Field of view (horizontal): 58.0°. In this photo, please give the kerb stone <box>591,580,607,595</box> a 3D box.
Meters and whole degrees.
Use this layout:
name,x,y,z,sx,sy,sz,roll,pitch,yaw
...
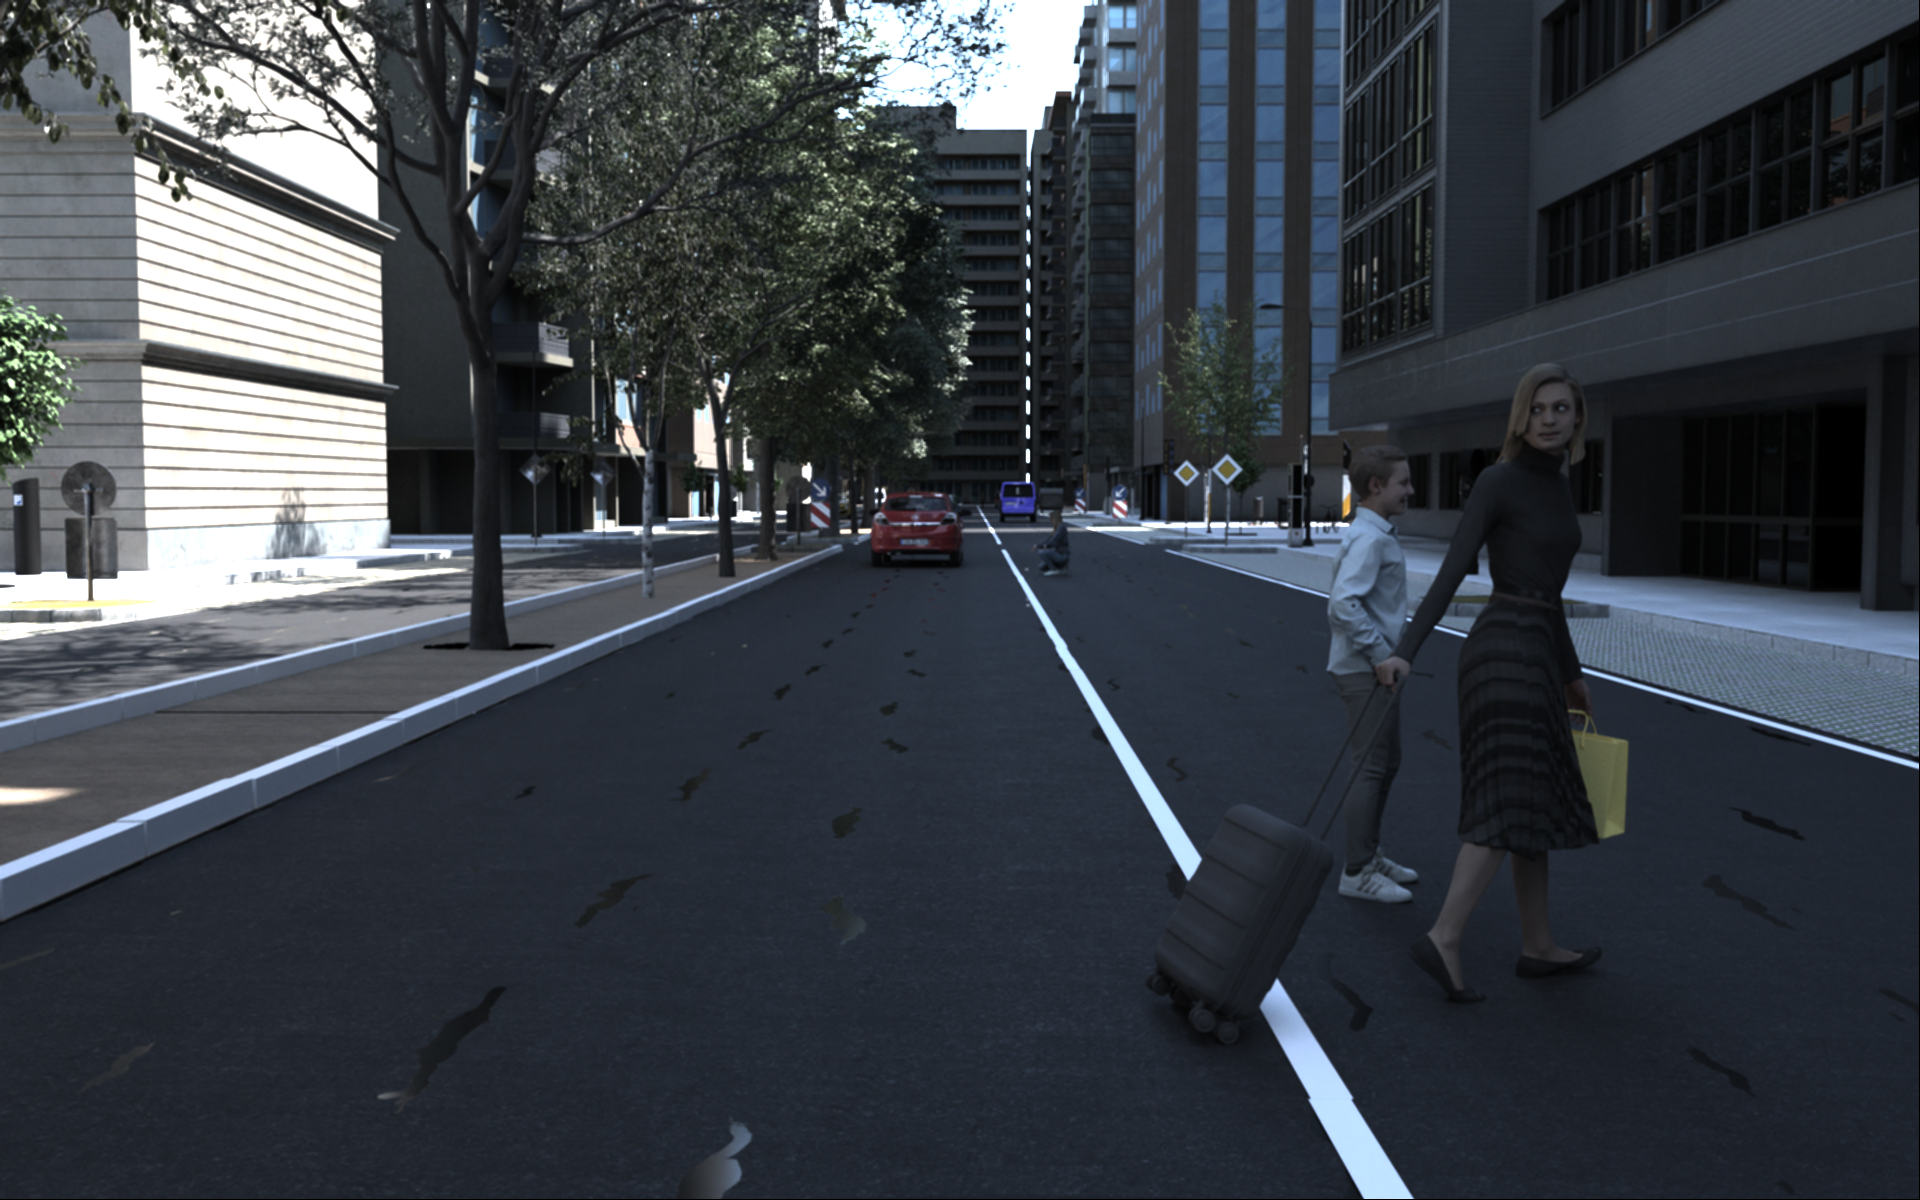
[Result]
name,x,y,z,sx,sy,sz,roll,pitch,yaw
kerb stone,-5.247,-0.152,24.739,0.120,0.150,1.000,0,4,0

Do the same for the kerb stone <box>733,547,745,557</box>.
name,x,y,z,sx,sy,sz,roll,pitch,yaw
kerb stone,-5.158,-1.097,40.136,0.120,0.150,1.000,0,4,0

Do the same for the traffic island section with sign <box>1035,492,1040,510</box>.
name,x,y,z,sx,sy,sz,roll,pitch,yaw
traffic island section with sign,7.430,-10.486,180.081,1.989,1.847,2.006,0,4,0

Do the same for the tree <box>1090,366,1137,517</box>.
name,x,y,z,sx,sy,sz,roll,pitch,yaw
tree,9.619,-9.070,98.663,4.360,8.622,3.978,0,3,0

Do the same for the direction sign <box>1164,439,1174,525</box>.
name,x,y,z,sx,sy,sz,roll,pitch,yaw
direction sign,8.597,-4.855,71.379,0.379,3.537,0.876,-1,4,-20

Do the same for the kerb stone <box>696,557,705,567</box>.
name,x,y,z,sx,sy,sz,roll,pitch,yaw
kerb stone,-5.194,-0.717,33.992,0.120,0.150,1.000,0,4,0

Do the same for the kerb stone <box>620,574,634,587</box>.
name,x,y,z,sx,sy,sz,roll,pitch,yaw
kerb stone,-5.240,-0.279,26.805,0.120,0.150,1.000,0,4,0

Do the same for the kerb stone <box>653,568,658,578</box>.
name,x,y,z,sx,sy,sz,roll,pitch,yaw
kerb stone,-5.224,-0.405,28.859,0.120,0.150,1.000,0,4,0

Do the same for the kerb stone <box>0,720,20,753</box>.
name,x,y,z,sx,sy,sz,roll,pitch,yaw
kerb stone,-5.337,0.784,9.371,0.120,0.150,1.000,0,4,0

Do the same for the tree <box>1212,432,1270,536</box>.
name,x,y,z,sx,sy,sz,roll,pitch,yaw
tree,8.634,-3.634,54.016,1.663,3.219,1.824,0,3,0

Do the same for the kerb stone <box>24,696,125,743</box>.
name,x,y,z,sx,sy,sz,roll,pitch,yaw
kerb stone,-5.334,0.722,10.393,0.120,0.150,1.000,0,4,0

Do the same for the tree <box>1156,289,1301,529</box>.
name,x,y,z,sx,sy,sz,roll,pitch,yaw
tree,9.999,-6.884,62.922,4.737,8.622,4.395,0,3,0

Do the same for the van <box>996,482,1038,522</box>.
name,x,y,z,sx,sy,sz,roll,pitch,yaw
van,3.004,-5.253,90.268,2.240,2.365,5.245,0,4,1

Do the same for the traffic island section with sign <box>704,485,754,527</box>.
name,x,y,z,sx,sy,sz,roll,pitch,yaw
traffic island section with sign,-10.019,-4.092,75.530,1.989,1.847,2.006,0,4,0

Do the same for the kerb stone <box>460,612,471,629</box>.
name,x,y,z,sx,sy,sz,roll,pitch,yaw
kerb stone,-5.285,0.224,18.596,0.120,0.150,1.000,0,4,0

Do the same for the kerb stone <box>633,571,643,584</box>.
name,x,y,z,sx,sy,sz,roll,pitch,yaw
kerb stone,-5.232,-0.343,27.828,0.120,0.150,1.000,0,4,0

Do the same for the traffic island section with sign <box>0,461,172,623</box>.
name,x,y,z,sx,sy,sz,roll,pitch,yaw
traffic island section with sign,-10.344,-0.698,20.048,1.989,1.847,2.006,0,4,0

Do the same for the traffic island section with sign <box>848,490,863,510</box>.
name,x,y,z,sx,sy,sz,roll,pitch,yaw
traffic island section with sign,-9.569,-8.856,153.429,1.989,1.847,2.006,0,4,0

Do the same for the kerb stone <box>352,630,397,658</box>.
name,x,y,z,sx,sy,sz,roll,pitch,yaw
kerb stone,-5.302,0.408,15.530,0.120,0.150,1.000,0,4,0

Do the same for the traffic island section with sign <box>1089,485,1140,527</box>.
name,x,y,z,sx,sy,sz,roll,pitch,yaw
traffic island section with sign,6.813,-4.100,75.663,1.989,1.847,2.006,0,4,0

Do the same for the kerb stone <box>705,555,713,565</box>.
name,x,y,z,sx,sy,sz,roll,pitch,yaw
kerb stone,-5.190,-0.784,35.019,0.120,0.150,1.000,0,4,0

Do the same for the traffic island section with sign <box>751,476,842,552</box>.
name,x,y,z,sx,sy,sz,roll,pitch,yaw
traffic island section with sign,-4.084,-2.141,43.140,2.006,1.907,1.989,0,4,0

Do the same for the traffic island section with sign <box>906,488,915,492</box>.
name,x,y,z,sx,sy,sz,roll,pitch,yaw
traffic island section with sign,-3.598,-7.190,125.685,2.006,1.907,1.989,0,4,0

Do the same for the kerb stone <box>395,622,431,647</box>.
name,x,y,z,sx,sy,sz,roll,pitch,yaw
kerb stone,-5.293,0.345,16.551,0.120,0.150,1.000,0,4,0

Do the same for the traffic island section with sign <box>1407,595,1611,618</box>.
name,x,y,z,sx,sy,sz,roll,pitch,yaw
traffic island section with sign,6.488,-0.746,20.832,1.989,1.847,2.006,0,4,0

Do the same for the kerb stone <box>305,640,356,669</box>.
name,x,y,z,sx,sy,sz,roll,pitch,yaw
kerb stone,-5.313,0.472,14.498,0.120,0.150,1.000,0,4,0

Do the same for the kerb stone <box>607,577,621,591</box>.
name,x,y,z,sx,sy,sz,roll,pitch,yaw
kerb stone,-5.242,-0.213,25.769,0.120,0.150,1.000,0,4,0

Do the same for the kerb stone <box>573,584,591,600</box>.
name,x,y,z,sx,sy,sz,roll,pitch,yaw
kerb stone,-5.255,-0.093,23.713,0.120,0.150,1.000,0,4,0

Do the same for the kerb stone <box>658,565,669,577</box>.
name,x,y,z,sx,sy,sz,roll,pitch,yaw
kerb stone,-5.219,-0.470,29.888,0.120,0.150,1.000,0,4,0

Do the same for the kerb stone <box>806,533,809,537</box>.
name,x,y,z,sx,sy,sz,roll,pitch,yaw
kerb stone,-5.063,-2.070,56.037,0.120,0.150,1.000,0,4,0

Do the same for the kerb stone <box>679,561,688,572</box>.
name,x,y,z,sx,sy,sz,roll,pitch,yaw
kerb stone,-5.207,-0.596,31.944,0.120,0.150,1.000,0,4,0

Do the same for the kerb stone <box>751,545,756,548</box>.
name,x,y,z,sx,sy,sz,roll,pitch,yaw
kerb stone,-5.150,-1.222,42.193,0.120,0.150,1.000,0,4,0

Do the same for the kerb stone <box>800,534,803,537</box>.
name,x,y,z,sx,sy,sz,roll,pitch,yaw
kerb stone,-5.073,-1.944,53.988,0.120,0.150,1.000,0,4,0

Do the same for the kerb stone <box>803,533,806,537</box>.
name,x,y,z,sx,sy,sz,roll,pitch,yaw
kerb stone,-5.072,-2.007,55.010,0.120,0.150,1.000,0,4,0

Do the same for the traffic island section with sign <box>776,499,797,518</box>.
name,x,y,z,sx,sy,sz,roll,pitch,yaw
traffic island section with sign,-9.853,-5.756,102.738,1.989,1.847,2.006,0,4,0

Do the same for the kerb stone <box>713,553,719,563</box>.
name,x,y,z,sx,sy,sz,roll,pitch,yaw
kerb stone,-5.183,-0.844,36.048,0.120,0.150,1.000,0,4,0

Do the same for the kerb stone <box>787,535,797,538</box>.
name,x,y,z,sx,sy,sz,roll,pitch,yaw
kerb stone,-5.083,-1.819,51.943,0.120,0.150,1.000,0,4,0

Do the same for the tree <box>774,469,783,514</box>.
name,x,y,z,sx,sy,sz,roll,pitch,yaw
tree,-12.188,-7.226,112.751,1.663,3.219,1.824,0,3,0

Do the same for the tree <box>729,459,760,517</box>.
name,x,y,z,sx,sy,sz,roll,pitch,yaw
tree,-12.210,-6.202,95.998,1.663,3.219,1.824,0,3,0

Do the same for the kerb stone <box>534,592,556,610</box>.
name,x,y,z,sx,sy,sz,roll,pitch,yaw
kerb stone,-5.268,0.032,21.666,0.120,0.150,1.000,0,4,0

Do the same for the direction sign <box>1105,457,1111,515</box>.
name,x,y,z,sx,sy,sz,roll,pitch,yaw
direction sign,9.153,-7.046,107.196,0.379,3.537,0.876,1,4,18

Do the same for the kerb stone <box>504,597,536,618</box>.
name,x,y,z,sx,sy,sz,roll,pitch,yaw
kerb stone,-5.273,0.095,20.644,0.120,0.150,1.000,0,4,0

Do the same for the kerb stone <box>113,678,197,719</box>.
name,x,y,z,sx,sy,sz,roll,pitch,yaw
kerb stone,-5.330,0.659,11.418,0.120,0.150,1.000,0,4,0

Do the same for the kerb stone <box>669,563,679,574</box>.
name,x,y,z,sx,sy,sz,roll,pitch,yaw
kerb stone,-5.206,-0.533,30.915,0.120,0.150,1.000,0,4,0

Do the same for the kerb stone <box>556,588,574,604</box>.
name,x,y,z,sx,sy,sz,roll,pitch,yaw
kerb stone,-5.263,-0.026,22.692,0.120,0.150,1.000,0,4,0

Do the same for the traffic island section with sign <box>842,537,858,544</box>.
name,x,y,z,sx,sy,sz,roll,pitch,yaw
traffic island section with sign,-4.031,-2.594,50.547,2.006,1.907,1.989,0,4,0

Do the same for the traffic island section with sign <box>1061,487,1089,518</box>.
name,x,y,z,sx,sy,sz,roll,pitch,yaw
traffic island section with sign,6.958,-5.749,102.618,1.989,1.847,2.006,0,4,0

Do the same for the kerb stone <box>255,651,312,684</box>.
name,x,y,z,sx,sy,sz,roll,pitch,yaw
kerb stone,-5.316,0.535,13.477,0.120,0.150,1.000,0,4,0

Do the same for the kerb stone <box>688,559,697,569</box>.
name,x,y,z,sx,sy,sz,roll,pitch,yaw
kerb stone,-5.197,-0.656,32.970,0.120,0.150,1.000,0,4,0

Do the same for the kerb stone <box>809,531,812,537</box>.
name,x,y,z,sx,sy,sz,roll,pitch,yaw
kerb stone,-5.061,-2.124,57.059,0.120,0.150,1.000,0,4,0

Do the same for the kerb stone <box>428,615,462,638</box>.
name,x,y,z,sx,sy,sz,roll,pitch,yaw
kerb stone,-5.288,0.283,17.573,0.120,0.150,1.000,0,4,0

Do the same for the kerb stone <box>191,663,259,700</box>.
name,x,y,z,sx,sy,sz,roll,pitch,yaw
kerb stone,-5.324,0.598,12.445,0.120,0.150,1.000,0,4,0

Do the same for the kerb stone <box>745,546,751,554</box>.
name,x,y,z,sx,sy,sz,roll,pitch,yaw
kerb stone,-5.158,-1.158,41.166,0.120,0.150,1.000,0,4,0

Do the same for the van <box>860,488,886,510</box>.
name,x,y,z,sx,sy,sz,roll,pitch,yaw
van,-5.854,-6.889,119.644,2.013,2.044,4.112,0,4,-1
